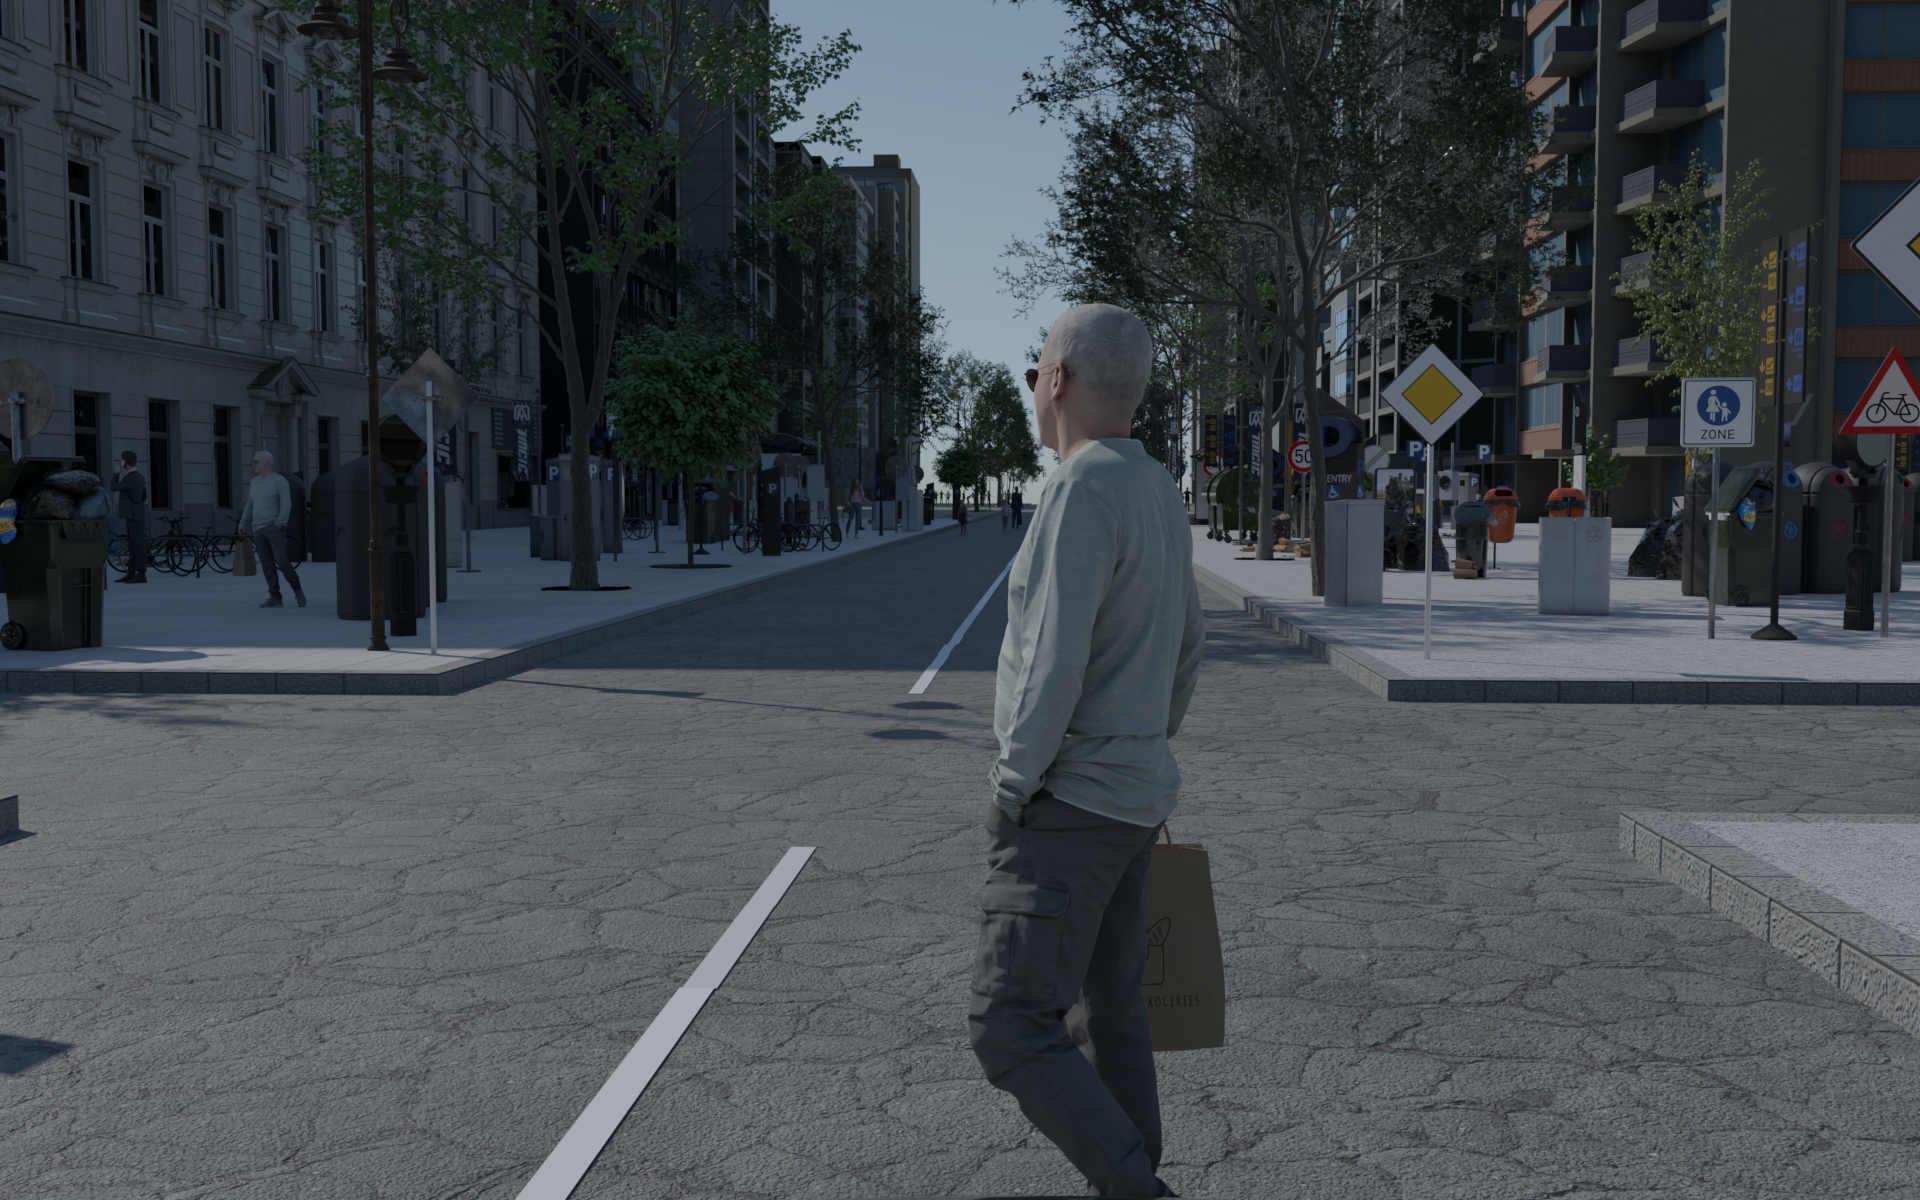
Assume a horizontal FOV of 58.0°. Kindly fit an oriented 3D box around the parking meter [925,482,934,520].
[{"bbox_3d":[-1.477,-4.848,84.982,0.399,1.863,0.255,-1,4,-15],"label":"parking meter"}]

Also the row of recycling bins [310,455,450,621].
[{"bbox_3d":[-6.307,-0.739,19.197,1.069,1.692,3.534,-1,4,-12],"label":"row of recycling bins"}]

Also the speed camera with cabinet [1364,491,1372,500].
[{"bbox_3d":[17.604,-4.865,73.874,2.038,3.252,0.660,-3,5,-43],"label":"speed camera with cabinet"}]

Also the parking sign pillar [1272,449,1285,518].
[{"bbox_3d":[15.244,-5.875,84.528,1.447,3.967,1.447,0,4,-6],"label":"parking sign pillar"}]

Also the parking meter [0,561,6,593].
[{"bbox_3d":[-12.412,-0.860,22.472,0.372,1.533,0.369,0,3,0],"label":"parking meter"}]

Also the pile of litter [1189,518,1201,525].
[{"bbox_3d":[10.086,-3.583,72.551,1.719,0.858,1.176,0,4,7],"label":"pile of litter"}]

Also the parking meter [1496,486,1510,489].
[{"bbox_3d":[16.046,-2.619,51.224,0.372,1.533,0.369,0,3,0],"label":"parking meter"}]

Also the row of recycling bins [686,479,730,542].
[{"bbox_3d":[-6.853,-2.468,47.467,1.069,1.692,3.534,0,4,-1],"label":"row of recycling bins"}]

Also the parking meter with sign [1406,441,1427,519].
[{"bbox_3d":[14.850,-3.733,57.289,0.543,3.016,1.738,0,4,2],"label":"parking meter with sign"}]

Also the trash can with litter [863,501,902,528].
[{"bbox_3d":[-2.559,-3.360,65.992,2.233,1.210,1.678,0,4,0],"label":"trash can with litter"}]

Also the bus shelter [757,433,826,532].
[{"bbox_3d":[-5.816,-4.035,59.902,2.014,3.302,5.546,0,4,3],"label":"bus shelter"}]

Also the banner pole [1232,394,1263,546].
[{"bbox_3d":[7.248,-3.259,43.298,0.863,3.779,0.401,-1,4,-12],"label":"banner pole"}]

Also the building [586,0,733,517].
[{"bbox_3d":[-29.948,-25.095,102.178,32.217,40.220,23.993,0,4,3],"label":"building"}]

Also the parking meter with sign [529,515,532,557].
[{"bbox_3d":[-8.190,-2.410,35.668,0.543,3.016,1.738,1,4,23],"label":"parking meter with sign"}]

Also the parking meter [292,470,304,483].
[{"bbox_3d":[-16.443,-2.270,42.828,0.399,1.863,0.255,-3,4,-37],"label":"parking meter"}]

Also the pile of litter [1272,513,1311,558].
[{"bbox_3d":[7.328,-1.309,35.371,1.719,0.858,1.176,-1,4,-17],"label":"pile of litter"}]

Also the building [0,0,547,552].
[{"bbox_3d":[-25.808,-16.738,50.085,17.030,29.872,44.131,0,4,3],"label":"building"}]

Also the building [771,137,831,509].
[{"bbox_3d":[-18.500,-22.655,142.111,14.160,30.474,14.107,0,4,3],"label":"building"}]

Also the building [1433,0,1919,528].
[{"bbox_3d":[33.900,-25.518,71.852,22.147,44.769,28.867,0,4,3],"label":"building"}]

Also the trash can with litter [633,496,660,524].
[{"bbox_3d":[-13.890,-3.948,75.610,1.678,1.210,2.233,0,4,-5],"label":"trash can with litter"}]

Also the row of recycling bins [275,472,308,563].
[{"bbox_3d":[-11.417,-1.578,32.916,3.534,1.692,1.069,0,4,-8],"label":"row of recycling bins"}]

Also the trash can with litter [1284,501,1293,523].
[{"bbox_3d":[14.331,-3.944,75.867,0.624,1.170,1.055,-1,4,-13],"label":"trash can with litter"}]

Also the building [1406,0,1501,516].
[{"bbox_3d":[34.388,-40.842,106.020,20.563,71.187,20.611,0,4,3],"label":"building"}]

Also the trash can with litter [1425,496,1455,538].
[{"bbox_3d":[14.023,-2.427,50.740,1.678,1.210,2.233,-2,4,-27],"label":"trash can with litter"}]

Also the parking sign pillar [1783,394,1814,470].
[{"bbox_3d":[22.400,-3.546,46.447,1.447,3.967,1.447,3,5,44],"label":"parking sign pillar"}]

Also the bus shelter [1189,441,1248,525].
[{"bbox_3d":[10.294,-4.578,68.766,2.014,3.302,5.546,0,4,4],"label":"bus shelter"}]

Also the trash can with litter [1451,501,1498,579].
[{"bbox_3d":[7.825,-0.917,26.386,0.624,1.170,1.055,1,4,22],"label":"trash can with litter"}]

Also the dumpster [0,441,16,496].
[{"bbox_3d":[-8.869,-0.705,14.018,1.502,2.255,1.985,0,4,3],"label":"dumpster"}]

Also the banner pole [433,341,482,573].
[{"bbox_3d":[-8.310,-2.346,28.379,0.863,3.779,0.401,0,4,1],"label":"banner pole"}]

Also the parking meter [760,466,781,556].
[{"bbox_3d":[-3.926,-1.844,35.865,0.399,1.863,0.255,-1,4,-22],"label":"parking meter"}]

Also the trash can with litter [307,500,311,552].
[{"bbox_3d":[-14.260,-1.632,38.072,0.624,1.170,1.055,1,4,15],"label":"trash can with litter"}]

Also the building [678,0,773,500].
[{"bbox_3d":[-22.280,-41.925,123.717,20.563,71.187,20.611,0,4,3],"label":"building"}]

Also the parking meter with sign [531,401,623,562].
[{"bbox_3d":[-7.276,-2.254,33.121,1.738,3.016,0.543,2,4,26],"label":"parking meter with sign"}]

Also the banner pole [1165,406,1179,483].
[{"bbox_3d":[6.057,-3.649,49.673,0.401,3.779,0.863,3,5,39],"label":"banner pole"}]

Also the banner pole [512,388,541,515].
[{"bbox_3d":[-10.117,-3.100,40.703,0.863,3.779,0.401,-2,4,-31],"label":"banner pole"}]

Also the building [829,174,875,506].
[{"bbox_3d":[-23.494,-31.053,199.593,32.217,40.220,23.993,0,4,3],"label":"building"}]

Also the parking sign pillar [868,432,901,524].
[{"bbox_3d":[-3.266,-5.282,74.836,1.447,3.967,1.447,1,4,15],"label":"parking sign pillar"}]

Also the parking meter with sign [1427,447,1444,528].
[{"bbox_3d":[17.555,-4.164,64.340,0.543,3.016,1.738,2,4,30],"label":"parking meter with sign"}]

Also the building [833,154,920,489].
[{"bbox_3d":[-12.790,-35.613,232.375,14.600,45.320,14.200,0,4,3],"label":"building"}]

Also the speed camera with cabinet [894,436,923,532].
[{"bbox_3d":[-1.755,-3.991,59.586,0.660,3.252,2.038,1,4,11],"label":"speed camera with cabinet"}]

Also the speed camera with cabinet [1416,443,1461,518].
[{"bbox_3d":[18.415,-4.458,67.229,0.660,3.252,2.038,-3,4,-37],"label":"speed camera with cabinet"}]

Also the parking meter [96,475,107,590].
[{"bbox_3d":[-11.586,-0.896,23.061,0.372,1.533,0.369,0,3,0],"label":"parking meter"}]

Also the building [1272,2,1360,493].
[{"bbox_3d":[36.537,-50.090,131.648,22.319,86.520,31.000,0,4,3],"label":"building"}]

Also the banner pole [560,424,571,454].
[{"bbox_3d":[-13.977,-4.383,61.678,0.863,3.779,0.401,2,4,29],"label":"banner pole"}]

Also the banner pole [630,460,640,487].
[{"bbox_3d":[-13.375,-5.015,72.017,0.863,3.779,0.401,-3,5,-43],"label":"banner pole"}]

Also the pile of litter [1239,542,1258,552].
[{"bbox_3d":[6.992,-1.487,38.282,1.176,0.858,1.719,-3,4,-37],"label":"pile of litter"}]

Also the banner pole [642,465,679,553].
[{"bbox_3d":[-6.393,-2.900,37.438,0.863,3.779,0.401,2,4,33],"label":"banner pole"}]

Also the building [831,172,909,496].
[{"bbox_3d":[-13.995,-32.688,218.039,14.154,41.232,14.086,0,4,3],"label":"building"}]

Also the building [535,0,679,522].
[{"bbox_3d":[-20.887,-15.309,79.973,12.332,23.373,15.834,0,4,3],"label":"building"}]

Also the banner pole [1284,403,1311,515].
[{"bbox_3d":[8.099,-3.162,41.722,0.863,3.779,0.401,1,4,18],"label":"banner pole"}]

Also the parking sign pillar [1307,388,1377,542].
[{"bbox_3d":[9.470,-3.362,43.441,1.447,3.967,1.447,3,5,41],"label":"parking sign pillar"}]

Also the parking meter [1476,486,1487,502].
[{"bbox_3d":[17.107,-2.963,56.850,0.372,1.533,0.369,0,3,0],"label":"parking meter"}]

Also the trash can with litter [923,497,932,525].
[{"bbox_3d":[-1.470,-3.697,71.830,0.624,1.170,1.055,0,4,-2],"label":"trash can with litter"}]

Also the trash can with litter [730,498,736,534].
[{"bbox_3d":[-7.456,-2.743,55.905,2.233,1.210,1.678,-1,4,-9],"label":"trash can with litter"}]

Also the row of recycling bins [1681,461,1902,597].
[{"bbox_3d":[10.720,-0.931,22.338,3.534,1.692,1.069,-2,4,-25],"label":"row of recycling bins"}]

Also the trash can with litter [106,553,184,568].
[{"bbox_3d":[-14.661,-1.205,30.757,1.678,1.210,2.233,-3,4,-39],"label":"trash can with litter"}]

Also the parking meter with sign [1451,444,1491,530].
[{"bbox_3d":[18.090,-3.994,61.569,0.543,3.016,1.738,-1,4,-18],"label":"parking meter with sign"}]

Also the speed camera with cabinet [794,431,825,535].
[{"bbox_3d":[-4.788,-3.699,54.820,0.660,3.252,2.038,-1,4,-17],"label":"speed camera with cabinet"}]

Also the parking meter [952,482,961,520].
[{"bbox_3d":[-0.166,-4.981,87.143,0.399,1.863,0.255,-1,4,-22],"label":"parking meter"}]

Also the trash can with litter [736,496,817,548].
[{"bbox_3d":[-4.321,-1.895,42.033,1.678,1.210,2.233,0,4,4],"label":"trash can with litter"}]
